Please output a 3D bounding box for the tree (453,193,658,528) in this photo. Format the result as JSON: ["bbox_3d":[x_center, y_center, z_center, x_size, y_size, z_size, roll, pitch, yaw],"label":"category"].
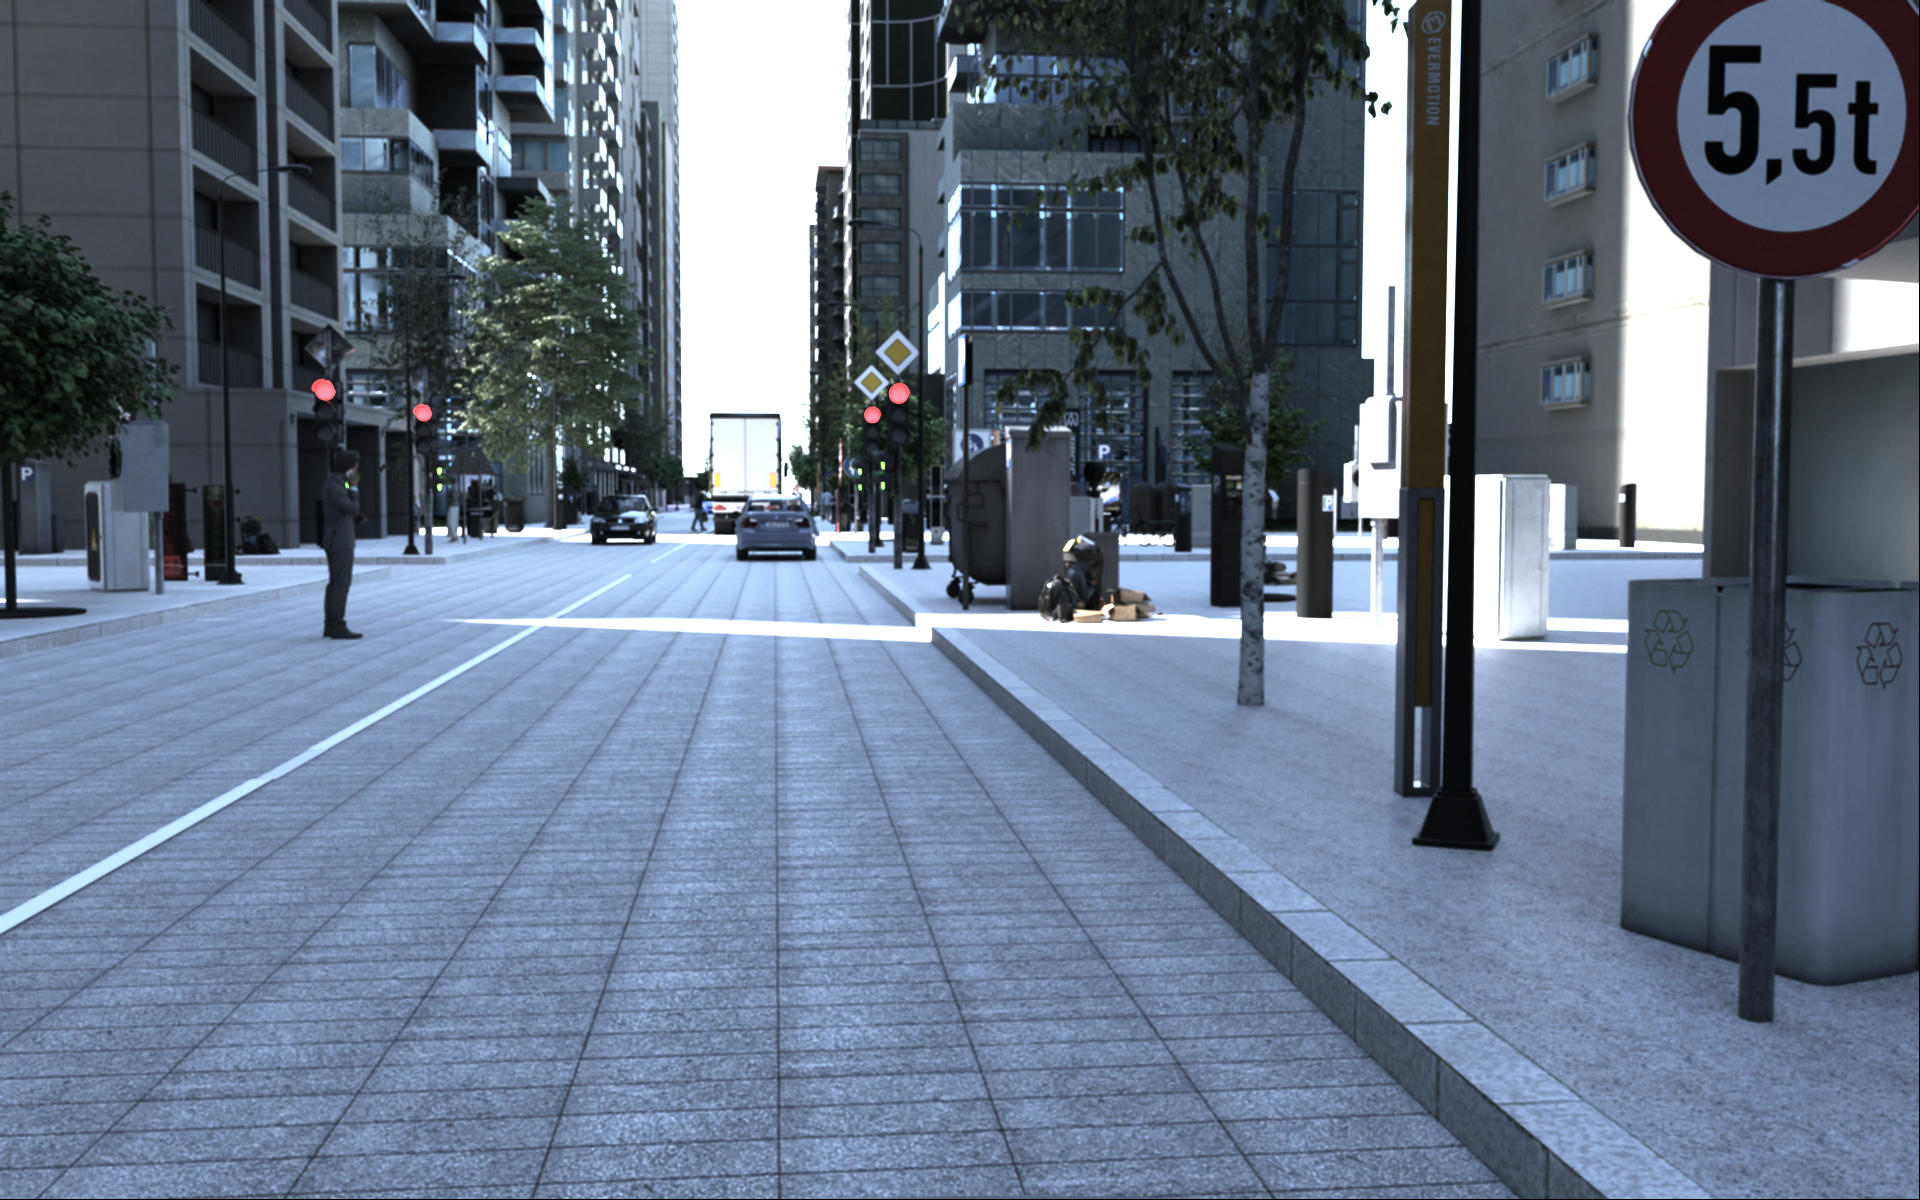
[{"bbox_3d":[-15.233,-9.040,65.927,7.486,12.596,7.792,0,3,0],"label":"tree"}]

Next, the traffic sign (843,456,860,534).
[{"bbox_3d":[-3.322,-3.364,55.110,0.768,2.556,0.104,0,4,-5],"label":"traffic sign"}]

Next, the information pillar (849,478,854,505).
[{"bbox_3d":[-5.056,-4.693,81.223,0.304,2.012,0.304,0,4,-3],"label":"information pillar"}]

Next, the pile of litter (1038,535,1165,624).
[{"bbox_3d":[1.495,-0.234,17.793,1.719,0.858,1.176,-3,4,-37],"label":"pile of litter"}]

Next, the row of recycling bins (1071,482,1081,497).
[{"bbox_3d":[1.885,-2.758,52.202,3.534,1.692,1.069,0,4,0],"label":"row of recycling bins"}]

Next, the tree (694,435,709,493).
[{"bbox_3d":[-31.224,-16.234,215.792,4.737,8.622,4.395,0,3,0],"label":"tree"}]

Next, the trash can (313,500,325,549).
[{"bbox_3d":[-14.856,-1.785,40.845,0.748,1.137,0.748,0,3,0],"label":"trash can"}]

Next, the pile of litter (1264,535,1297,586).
[{"bbox_3d":[4.481,-0.683,25.126,1.176,0.858,1.719,1,4,22],"label":"pile of litter"}]

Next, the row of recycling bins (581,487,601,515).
[{"bbox_3d":[-23.612,-5.995,105.123,3.534,1.692,1.069,-1,4,-15],"label":"row of recycling bins"}]

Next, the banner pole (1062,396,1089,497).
[{"bbox_3d":[2.994,-3.318,44.262,0.863,3.779,0.401,0,4,-4],"label":"banner pole"}]

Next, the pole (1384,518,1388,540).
[{"bbox_3d":[11.854,-3.336,48.385,0.158,3.312,0.155,0,3,0],"label":"pole"}]

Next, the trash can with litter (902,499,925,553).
[{"bbox_3d":[-1.015,-1.640,38.200,0.624,1.170,1.055,0,4,-8],"label":"trash can with litter"}]

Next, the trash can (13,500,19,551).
[{"bbox_3d":[-21.021,-1.669,38.948,0.748,1.137,0.748,0,3,0],"label":"trash can"}]

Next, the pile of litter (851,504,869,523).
[{"bbox_3d":[-4.568,-3.872,77.268,1.719,0.858,1.176,-3,5,-42],"label":"pile of litter"}]

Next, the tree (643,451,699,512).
[{"bbox_3d":[-21.706,-8.819,127.909,4.285,4.588,4.351,0,3,0],"label":"tree"}]

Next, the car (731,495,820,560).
[{"bbox_3d":[-4.135,-1.643,38.868,2.014,1.417,4.499,0,4,-6],"label":"car"}]

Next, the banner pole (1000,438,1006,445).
[{"bbox_3d":[1.963,-4.760,67.844,0.863,3.779,0.401,1,4,11],"label":"banner pole"}]

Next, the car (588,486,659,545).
[{"bbox_3d":[-9.770,-2.486,50.435,2.009,1.686,4.222,0,4,-7],"label":"car"}]

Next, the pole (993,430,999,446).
[{"bbox_3d":[1.152,-3.765,55.393,0.158,3.312,0.155,0,3,0],"label":"pole"}]

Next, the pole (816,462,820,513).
[{"bbox_3d":[-9.156,-7.215,111.806,0.158,3.312,0.155,0,3,0],"label":"pole"}]

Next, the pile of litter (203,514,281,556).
[{"bbox_3d":[-15.191,-1.387,36.648,1.719,0.858,1.176,-3,5,-41],"label":"pile of litter"}]

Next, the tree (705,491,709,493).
[{"bbox_3d":[-33.921,-14.560,232.655,1.663,3.219,1.824,0,3,0],"label":"tree"}]

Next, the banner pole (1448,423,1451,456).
[{"bbox_3d":[15.202,-3.890,53.619,0.863,3.779,0.401,0,4,4],"label":"banner pole"}]

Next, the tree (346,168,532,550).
[{"bbox_3d":[-12.212,-5.486,40.062,4.360,8.622,3.978,0,3,0],"label":"tree"}]

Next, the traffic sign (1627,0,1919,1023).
[{"bbox_3d":[1.949,-0.248,4.164,0.768,2.556,0.104,0,4,-1],"label":"traffic sign"}]

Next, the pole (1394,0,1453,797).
[{"bbox_3d":[1.953,-0.823,7.302,0.158,3.312,0.155,0,3,0],"label":"pole"}]

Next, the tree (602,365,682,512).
[{"bbox_3d":[-18.185,-8.978,97.148,4.360,8.622,3.978,0,3,0],"label":"tree"}]

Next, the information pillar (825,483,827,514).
[{"bbox_3d":[-8.644,-6.477,110.386,0.304,2.012,0.304,-1,4,-21],"label":"information pillar"}]

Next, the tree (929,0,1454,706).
[{"bbox_3d":[1.643,-3.678,10.504,4.360,8.622,3.978,0,3,0],"label":"tree"}]

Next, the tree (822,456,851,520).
[{"bbox_3d":[-5.856,-5.643,86.862,1.663,3.219,1.824,0,3,0],"label":"tree"}]

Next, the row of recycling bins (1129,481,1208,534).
[{"bbox_3d":[7.097,-3.076,57.410,3.534,1.692,1.069,-3,4,-37],"label":"row of recycling bins"}]

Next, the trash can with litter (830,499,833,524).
[{"bbox_3d":[-5.367,-3.837,74.115,0.624,1.170,1.055,-1,4,-19],"label":"trash can with litter"}]

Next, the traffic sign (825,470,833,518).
[{"bbox_3d":[-6.921,-5.677,92.923,0.768,2.556,0.104,0,4,2],"label":"traffic sign"}]

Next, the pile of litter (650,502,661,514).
[{"bbox_3d":[-19.592,-5.898,110.392,1.176,0.858,1.719,0,4,4],"label":"pile of litter"}]

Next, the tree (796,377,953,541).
[{"bbox_3d":[-1.881,-3.929,47.960,4.285,4.588,4.351,0,3,0],"label":"tree"}]

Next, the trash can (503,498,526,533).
[{"bbox_3d":[-14.808,-2.808,57.563,0.748,1.137,0.748,0,3,0],"label":"trash can"}]

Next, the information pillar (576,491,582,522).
[{"bbox_3d":[-17.926,-4.682,81.041,0.304,2.012,0.304,1,4,23],"label":"information pillar"}]

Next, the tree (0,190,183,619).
[{"bbox_3d":[-10.181,-2.115,18.294,4.285,4.588,4.351,0,3,0],"label":"tree"}]

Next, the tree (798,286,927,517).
[{"bbox_3d":[-3.126,-6.809,61.687,4.737,8.622,4.395,0,3,0],"label":"tree"}]

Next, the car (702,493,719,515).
[{"bbox_3d":[-14.822,-5.794,104.323,1.945,1.707,3.694,0,4,-8],"label":"car"}]

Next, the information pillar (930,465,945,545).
[{"bbox_3d":[-0.570,-2.406,43.823,0.304,2.012,0.304,1,4,13],"label":"information pillar"}]

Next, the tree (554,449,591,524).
[{"bbox_3d":[-16.707,-4.915,74.955,1.663,3.219,1.824,0,3,0],"label":"tree"}]

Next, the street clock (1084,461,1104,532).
[{"bbox_3d":[2.968,-2.074,38.482,0.358,2.002,0.471,-2,4,-32],"label":"street clock"}]

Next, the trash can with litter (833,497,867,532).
[{"bbox_3d":[-3.719,-2.923,59.181,1.055,1.170,0.624,0,4,-2],"label":"trash can with litter"}]

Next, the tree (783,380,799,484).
[{"bbox_3d":[-7.469,-8.914,96.109,4.737,8.622,4.395,0,3,0],"label":"tree"}]

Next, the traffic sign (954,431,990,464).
[{"bbox_3d":[0.187,-1.545,27.389,0.606,2.300,0.079,0,4,-1],"label":"traffic sign"}]
